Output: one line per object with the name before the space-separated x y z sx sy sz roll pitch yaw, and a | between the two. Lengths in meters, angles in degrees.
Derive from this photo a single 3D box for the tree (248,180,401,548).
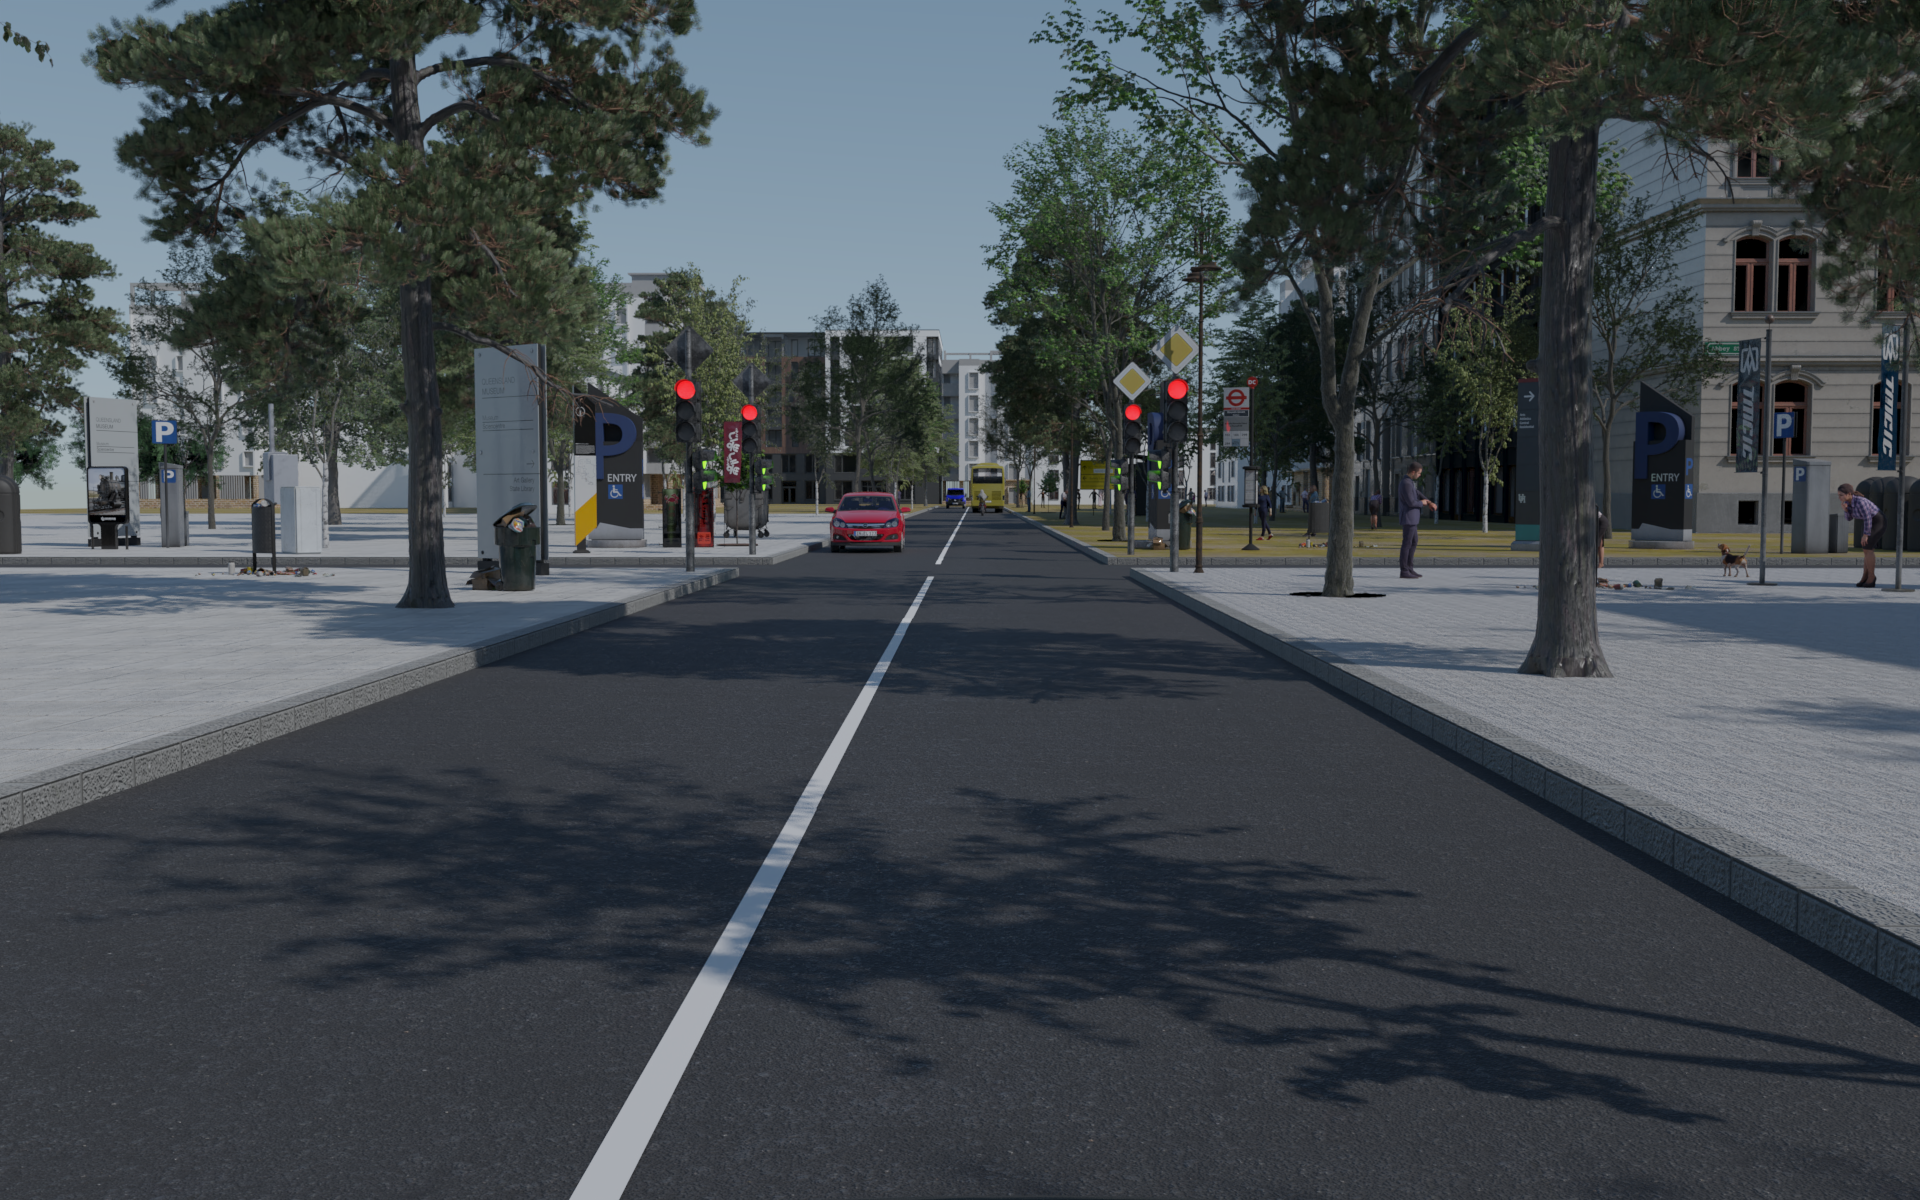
tree | -15.115 -5.550 41.106 4.360 8.622 3.978 0 3 0

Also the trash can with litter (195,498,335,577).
trash can with litter | -10.833 -0.995 27.320 2.233 1.210 1.678 2 4 33

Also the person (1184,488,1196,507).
person | 19.680 -8.673 147.853 1.348 1.824 0.705 -3 4 -38

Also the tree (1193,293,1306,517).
tree | 17.139 -11.022 98.332 7.486 12.596 7.792 0 3 0

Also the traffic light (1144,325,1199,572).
traffic light | 3.517 -2.400 28.481 0.839 4.213 0.868 0 4 1

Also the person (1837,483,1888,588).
person | 12.341 -0.883 23.714 0.697 1.427 0.421 0 4 -7

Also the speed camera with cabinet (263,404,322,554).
speed camera with cabinet | -14.516 -2.648 37.634 0.660 3.252 2.038 -3 5 -40

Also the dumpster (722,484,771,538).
dumpster | -6.286 -2.763 50.933 1.264 1.857 1.865 0 4 1

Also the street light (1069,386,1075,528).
street light | 4.268 -5.710 66.146 0.468 5.910 1.993 0 4 1

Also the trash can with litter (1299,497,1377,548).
trash can with litter | 9.079 -1.879 41.776 2.233 1.210 1.678 0 4 -7

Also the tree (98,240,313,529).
tree | -27.501 -7.850 62.764 8.767 10.594 7.601 1 4 16

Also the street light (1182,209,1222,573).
street light | 3.890 -3.379 28.030 0.468 5.910 1.993 0 4 1

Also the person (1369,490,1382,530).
person | 14.918 -3.238 62.215 0.421 1.427 0.697 2 4 34

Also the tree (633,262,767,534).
tree | -7.837 -6.371 54.534 4.737 8.622 4.395 0 3 0

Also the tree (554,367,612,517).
tree | -21.756 -8.987 97.305 4.360 8.622 3.978 0 3 0

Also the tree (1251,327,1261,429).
tree | 15.293 -9.066 82.647 7.601 10.594 8.767 0 4 5

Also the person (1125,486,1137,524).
person | 7.349 -4.131 74.502 0.541 1.710 0.530 0 4 -1

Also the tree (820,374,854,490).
tree | -8.396 -9.405 104.140 4.360 8.622 3.978 0 3 0

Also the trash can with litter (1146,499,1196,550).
trash can with litter | 4.836 -1.732 39.710 1.055 1.170 0.624 0 4 -7

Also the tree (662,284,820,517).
tree | -7.727 -6.743 60.609 4.360 8.622 3.978 0 3 0

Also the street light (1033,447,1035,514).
street light | 4.741 -8.423 110.498 0.468 5.910 1.993 0 4 1

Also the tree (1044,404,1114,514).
tree | 6.468 -9.156 100.065 4.737 8.622 4.395 0 3 0

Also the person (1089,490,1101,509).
person | 11.739 -8.873 151.133 1.348 1.821 0.705 3 5 44

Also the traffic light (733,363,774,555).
traffic light | -4.371 -2.892 36.522 0.839 4.213 0.868 0 4 1

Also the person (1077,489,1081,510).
person | 9.856 -8.288 142.382 0.721 1.723 1.217 0 4 0

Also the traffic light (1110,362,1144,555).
traffic light | 3.590 -2.888 36.466 0.839 4.213 0.868 0 4 1

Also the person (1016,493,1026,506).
person | 6.314 -10.575 179.468 1.217 1.766 0.721 -1 4 -8

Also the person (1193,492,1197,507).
person | 20.874 -8.895 154.705 0.991 1.433 0.599 -1 4 -19

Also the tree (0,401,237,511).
tree | -53.838 -8.627 103.956 20.602 7.101 11.467 -1 4 -12

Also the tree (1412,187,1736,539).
tree | 18.201 -7.026 49.282 7.601 10.594 8.767 0 4 -5

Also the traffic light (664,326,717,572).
traffic light | -4.444 -2.403 28.537 0.839 4.213 0.868 0 4 1

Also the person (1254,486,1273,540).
person | 8.474 -2.424 48.209 0.480 1.512 0.613 2 4 33

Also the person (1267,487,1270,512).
person | 22.174 -7.234 124.449 0.705 1.807 1.348 1 4 10

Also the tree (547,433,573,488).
tree | -21.932 -8.681 92.295 4.737 8.622 4.395 0 3 0

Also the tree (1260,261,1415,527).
tree | 15.780 -8.078 66.485 7.601 10.594 8.767 0 4 6

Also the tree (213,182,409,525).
tree | -26.039 -10.106 71.887 9.857 13.997 8.962 0 3 0

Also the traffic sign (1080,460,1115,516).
traffic sign | 8.277 -6.681 103.109 2.265 3.308 0.079 0 4 2

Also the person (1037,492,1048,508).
person | 7.650 -9.302 158.957 1.217 1.723 0.721 -1 4 -22

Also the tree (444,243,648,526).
tree | -16.497 -8.863 70.664 9.928 11.665 9.643 0 3 0

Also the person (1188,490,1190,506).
person | 24.875 -11.077 187.947 0.721 1.735 1.217 -1 4 -21

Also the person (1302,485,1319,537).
person | 10.579 -2.675 51.993 0.429 1.552 0.499 3 4 38

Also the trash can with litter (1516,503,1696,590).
trash can with litter | 8.828 -0.768 23.614 2.233 1.210 1.678 2 4 25

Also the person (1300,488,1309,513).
person | 23.644 -6.817 118.442 0.436 1.711 0.756 -1 4 -21

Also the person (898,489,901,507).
person | -6.136 -9.977 169.609 0.683 1.767 0.568 -3 4 -38

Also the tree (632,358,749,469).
tree | -15.865 -10.450 105.263 8.767 10.594 7.601 0 4 -5

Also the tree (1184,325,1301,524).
tree | 12.547 -7.594 74.523 4.737 8.622 4.395 0 3 0

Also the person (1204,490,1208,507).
person | 24.412 -10.115 172.358 0.436 1.711 0.756 3 5 43

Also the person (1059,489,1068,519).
person | 5.369 -4.901 88.382 0.590 1.554 0.614 2 4 25

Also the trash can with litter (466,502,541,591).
trash can with litter | -6.103 -0.710 23.003 1.055 1.170 0.624 2 4 23

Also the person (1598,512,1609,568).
person | 11.276 -1.195 31.223 0.799 1.438 0.628 -2 4 -33

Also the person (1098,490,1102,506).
person | 14.548 -10.561 179.375 0.621 1.740 0.551 -3 4 -36

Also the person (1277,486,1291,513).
person | 22.022 -6.855 118.208 1.350 1.814 0.705 -2 4 -32

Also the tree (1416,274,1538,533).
tree | 17.742 -6.550 57.460 4.737 8.622 4.395 0 3 0

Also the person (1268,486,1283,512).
person | 20.672 -6.638 114.675 1.348 1.812 0.705 0 4 7

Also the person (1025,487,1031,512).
person | 4.867 -7.168 123.317 0.705 1.814 1.350 -1 4 -9

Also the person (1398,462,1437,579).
person | 6.950 -1.213 26.329 0.568 1.767 0.683 1 4 13
